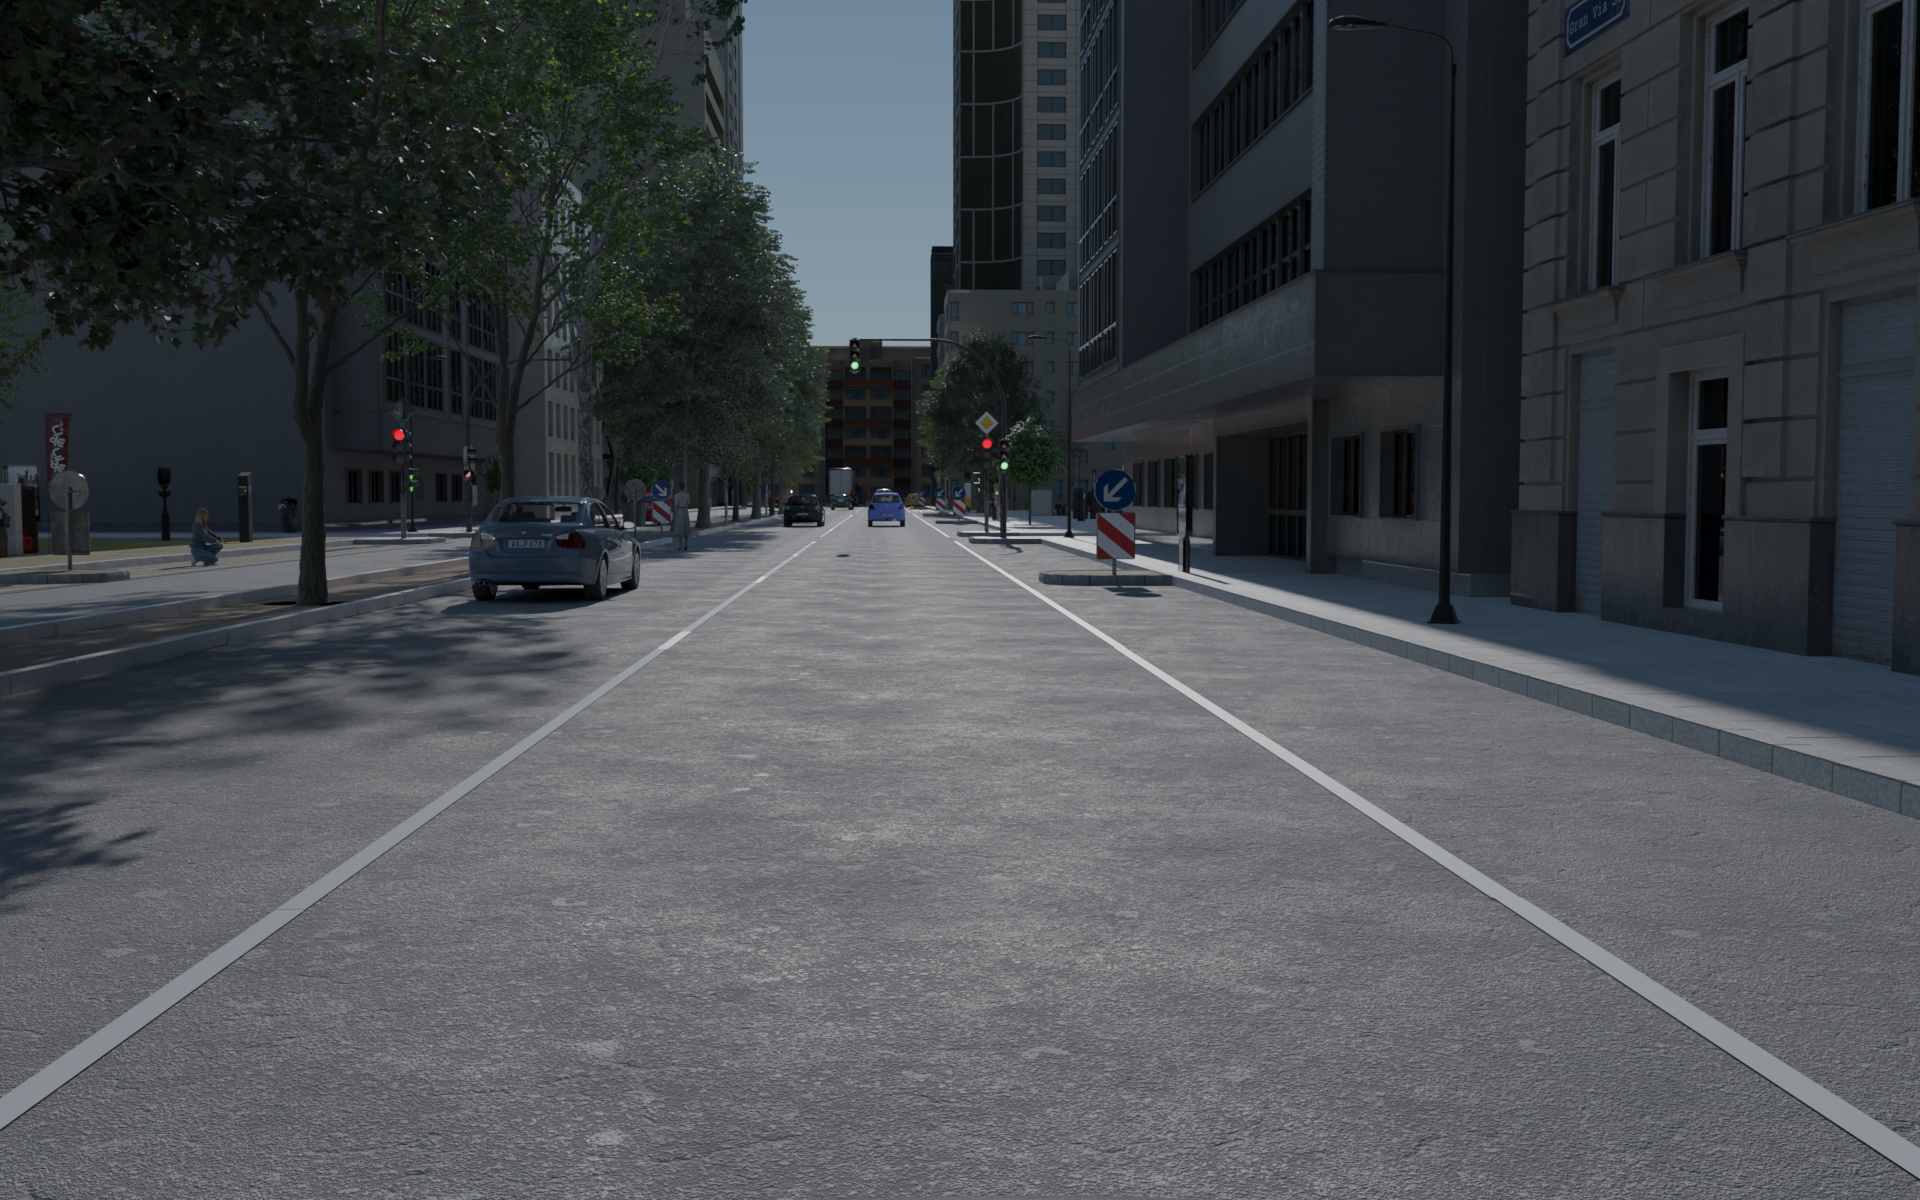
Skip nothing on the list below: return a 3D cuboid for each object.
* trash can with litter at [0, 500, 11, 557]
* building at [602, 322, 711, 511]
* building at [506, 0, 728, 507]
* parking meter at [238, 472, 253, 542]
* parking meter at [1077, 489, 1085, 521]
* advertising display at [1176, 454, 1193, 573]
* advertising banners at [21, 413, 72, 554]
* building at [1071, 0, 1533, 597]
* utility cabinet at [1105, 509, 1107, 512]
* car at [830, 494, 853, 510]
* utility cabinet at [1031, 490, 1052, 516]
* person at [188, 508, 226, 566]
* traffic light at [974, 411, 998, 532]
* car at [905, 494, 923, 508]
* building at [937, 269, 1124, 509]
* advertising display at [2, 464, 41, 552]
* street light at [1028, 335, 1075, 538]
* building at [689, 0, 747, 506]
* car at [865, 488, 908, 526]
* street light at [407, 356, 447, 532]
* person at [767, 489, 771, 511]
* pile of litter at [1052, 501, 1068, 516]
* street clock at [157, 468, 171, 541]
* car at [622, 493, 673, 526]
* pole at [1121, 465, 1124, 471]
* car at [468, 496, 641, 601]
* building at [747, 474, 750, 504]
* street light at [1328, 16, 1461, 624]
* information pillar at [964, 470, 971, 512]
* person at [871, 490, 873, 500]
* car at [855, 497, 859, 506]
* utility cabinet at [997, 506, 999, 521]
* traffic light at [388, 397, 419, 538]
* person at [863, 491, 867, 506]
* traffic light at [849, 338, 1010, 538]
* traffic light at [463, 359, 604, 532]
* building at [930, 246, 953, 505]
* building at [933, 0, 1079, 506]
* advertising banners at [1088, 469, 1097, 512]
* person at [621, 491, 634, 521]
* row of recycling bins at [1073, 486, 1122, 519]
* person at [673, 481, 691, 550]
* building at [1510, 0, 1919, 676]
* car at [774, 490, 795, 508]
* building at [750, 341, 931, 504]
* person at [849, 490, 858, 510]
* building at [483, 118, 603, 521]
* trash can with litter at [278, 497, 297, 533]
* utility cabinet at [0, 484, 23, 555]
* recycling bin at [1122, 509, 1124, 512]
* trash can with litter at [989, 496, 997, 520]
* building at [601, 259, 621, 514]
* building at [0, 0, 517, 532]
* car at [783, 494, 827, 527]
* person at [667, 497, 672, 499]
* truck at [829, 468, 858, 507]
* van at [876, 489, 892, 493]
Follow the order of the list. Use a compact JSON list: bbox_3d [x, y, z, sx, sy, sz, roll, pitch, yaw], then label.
[{"bbox_3d":[-19.750,-1.440,34.933,1.055,1.170,0.624,0,4,-4],"label":"trash can with litter"},{"bbox_3d":[-36.534,-18.467,146.971,27.650,21.520,28.899,0,4,-3],"label":"building"},{"bbox_3d":[-34.783,-33.502,171.452,21.300,48.544,21.600,0,4,-3],"label":"building"},{"bbox_3d":[-19.017,-2.469,46.081,0.255,1.863,0.399,0,4,-6],"label":"parking meter"},{"bbox_3d":[5.706,-4.473,81.540,0.372,1.533,0.369,0,3,0],"label":"parking meter"},{"bbox_3d":[3.698,-1.425,28.516,0.123,1.923,0.974,0,4,-2],"label":"advertising display"},{"bbox_3d":[-20.125,-2.503,37.107,2.074,3.025,0.090,-1,4,-15],"label":"advertising banners"},{"bbox_3d":[10.980,-13.260,35.870,14.314,24.678,30.058,0,4,-3],"label":"building"},{"bbox_3d":[7.553,-4.987,92.692,1.020,1.237,0.306,-2,4,-25],"label":"utility cabinet"},{"bbox_3d":[-10.647,-8.800,155.675,2.131,1.459,4.920,0,4,-2],"label":"car"},{"bbox_3d":[4.714,-5.607,100.345,1.173,1.500,0.318,0,4,0],"label":"utility cabinet"},{"bbox_3d":[-14.956,-1.257,34.554,0.738,1.151,1.012,0,4,-5],"label":"person"},{"bbox_3d":[0.887,-4.275,58.823,0.839,4.253,0.868,0,4,-3],"label":"traffic light"},{"bbox_3d":[-4.788,-10.480,181.564,2.015,1.641,3.980,0,4,-3],"label":"car"},{"bbox_3d":[12.125,-19.360,161.582,27.650,21.520,28.899,0,4,-3],"label":"building"},{"bbox_3d":[-20.586,-2.006,38.017,0.123,1.923,0.974,1,4,11],"label":"advertising display"},{"bbox_3d":[2.682,-4.792,50.897,1.470,5.913,1.316,0,4,-3],"label":"street light"},{"bbox_3d":[-35.621,-46.421,197.236,20.611,71.187,20.563,0,4,-3],"label":"building"},{"bbox_3d":[-3.313,-4.179,77.910,1.945,1.707,3.694,0,4,-3],"label":"car"},{"bbox_3d":[-17.931,-5.244,58.288,1.470,5.913,1.316,0,4,-3],"label":"street light"},{"bbox_3d":[-15.832,-8.261,143.436,0.599,1.838,0.709,-3,5,-44],"label":"person"},{"bbox_3d":[5.695,-5.397,102.207,1.719,0.858,1.176,-1,4,-19],"label":"pile of litter"},{"bbox_3d":[-21.835,-2.629,47.555,0.358,2.002,0.471,-3,5,-40],"label":"street clock"},{"bbox_3d":[-14.345,-4.318,79.642,2.155,1.783,4.494,0,4,-1],"label":"car"},{"bbox_3d":[11.525,-7.907,123.128,0.158,3.312,0.155,0,3,0],"label":"pole"},{"bbox_3d":[-5.698,-0.771,24.616,2.014,1.417,4.499,0,4,-1],"label":"car"},{"bbox_3d":[-42.122,-23.533,229.805,28.899,21.520,27.650,0,4,-3],"label":"building"},{"bbox_3d":[4.273,-2.721,17.026,1.470,5.913,1.316,0,4,-3],"label":"street light"},{"bbox_3d":[0.573,-8.272,126.603,0.504,3.616,0.183,-2,4,-24],"label":"information pillar"},{"bbox_3d":[-8.311,-9.544,164.483,0.705,1.831,1.348,0,4,-6],"label":"person"},{"bbox_3d":[-13.098,-11.909,207.075,2.083,1.381,4.827,0,4,-3],"label":"car"},{"bbox_3d":[1.966,-4.463,81.647,0.318,1.500,1.173,1,4,11],"label":"utility cabinet"},{"bbox_3d":[-16.097,-3.739,50.051,0.839,4.253,0.868,0,4,-3],"label":"traffic light"},{"bbox_3d":[-11.337,-12.076,205.951,0.705,1.824,1.348,-1,4,-21],"label":"person"},{"bbox_3d":[-0.840,-4.645,50.611,4.771,5.953,1.251,0,4,-3],"label":"traffic light"},{"bbox_3d":[-14.370,-5.106,58.157,4.771,5.953,1.251,0,4,-3],"label":"traffic light"},{"bbox_3d":[3.488,-26.379,202.999,14.160,30.474,14.107,0,4,-3],"label":"building"},{"bbox_3d":[7.664,-45.648,184.600,20.563,71.187,20.611,0,4,-3],"label":"building"},{"bbox_3d":[9.066,-7.729,122.551,0.090,3.025,2.074,-2,4,-30],"label":"advertising banners"},{"bbox_3d":[-13.509,-3.848,70.780,0.474,1.900,0.648,2,4,28],"label":"person"},{"bbox_3d":[7.558,-5.017,89.146,3.534,1.692,1.069,1,4,8],"label":"row of recycling bins"},{"bbox_3d":[-7.113,-2.145,44.144,0.480,1.755,0.524,-3,5,-41],"label":"person"},{"bbox_3d":[12.572,-12.856,7.461,12.463,27.353,25.104,0,4,-3],"label":"building"},{"bbox_3d":[-17.818,-10.316,177.337,2.281,1.827,5.304,0,4,-2],"label":"car"},{"bbox_3d":[-12.177,-23.617,231.173,28.899,21.520,27.650,0,4,-3],"label":"building"},{"bbox_3d":[-9.898,-9.231,159.362,0.705,1.831,1.348,-3,5,-40],"label":"person"},{"bbox_3d":[-25.366,-14.423,90.559,10.420,20.320,16.860,0,4,-3],"label":"building"},{"bbox_3d":[-22.305,-2.817,57.440,0.624,1.170,1.055,-1,4,-23],"label":"trash can with litter"},{"bbox_3d":[-20.288,-1.685,36.229,1.173,1.500,0.318,0,4,1],"label":"utility cabinet"},{"bbox_3d":[9.686,-5.278,98.845,0.722,1.027,0.722,2,4,33],"label":"recycling bin"},{"bbox_3d":[1.859,-4.518,85.260,0.624,1.170,1.055,2,4,28],"label":"trash can with litter"},{"bbox_3d":[-29.884,-14.673,107.350,16.820,18.784,16.811,0,4,-3],"label":"building"},{"bbox_3d":[-27.426,-16.872,69.366,14.314,27.812,24.014,0,4,-3],"label":"building"},{"bbox_3d":[-6.943,-4.133,77.360,2.009,1.686,4.222,0,4,-2],"label":"car"},{"bbox_3d":[-19.231,-6.410,113.859,0.519,1.759,0.362,1,4,13],"label":"person"},{"bbox_3d":[-13.087,-12.558,194.241,2.839,4.237,11.283,0,4,-1],"label":"truck"},{"bbox_3d":[-6.590,-8.714,149.488,2.013,2.044,4.112,0,4,-3],"label":"van"}]
